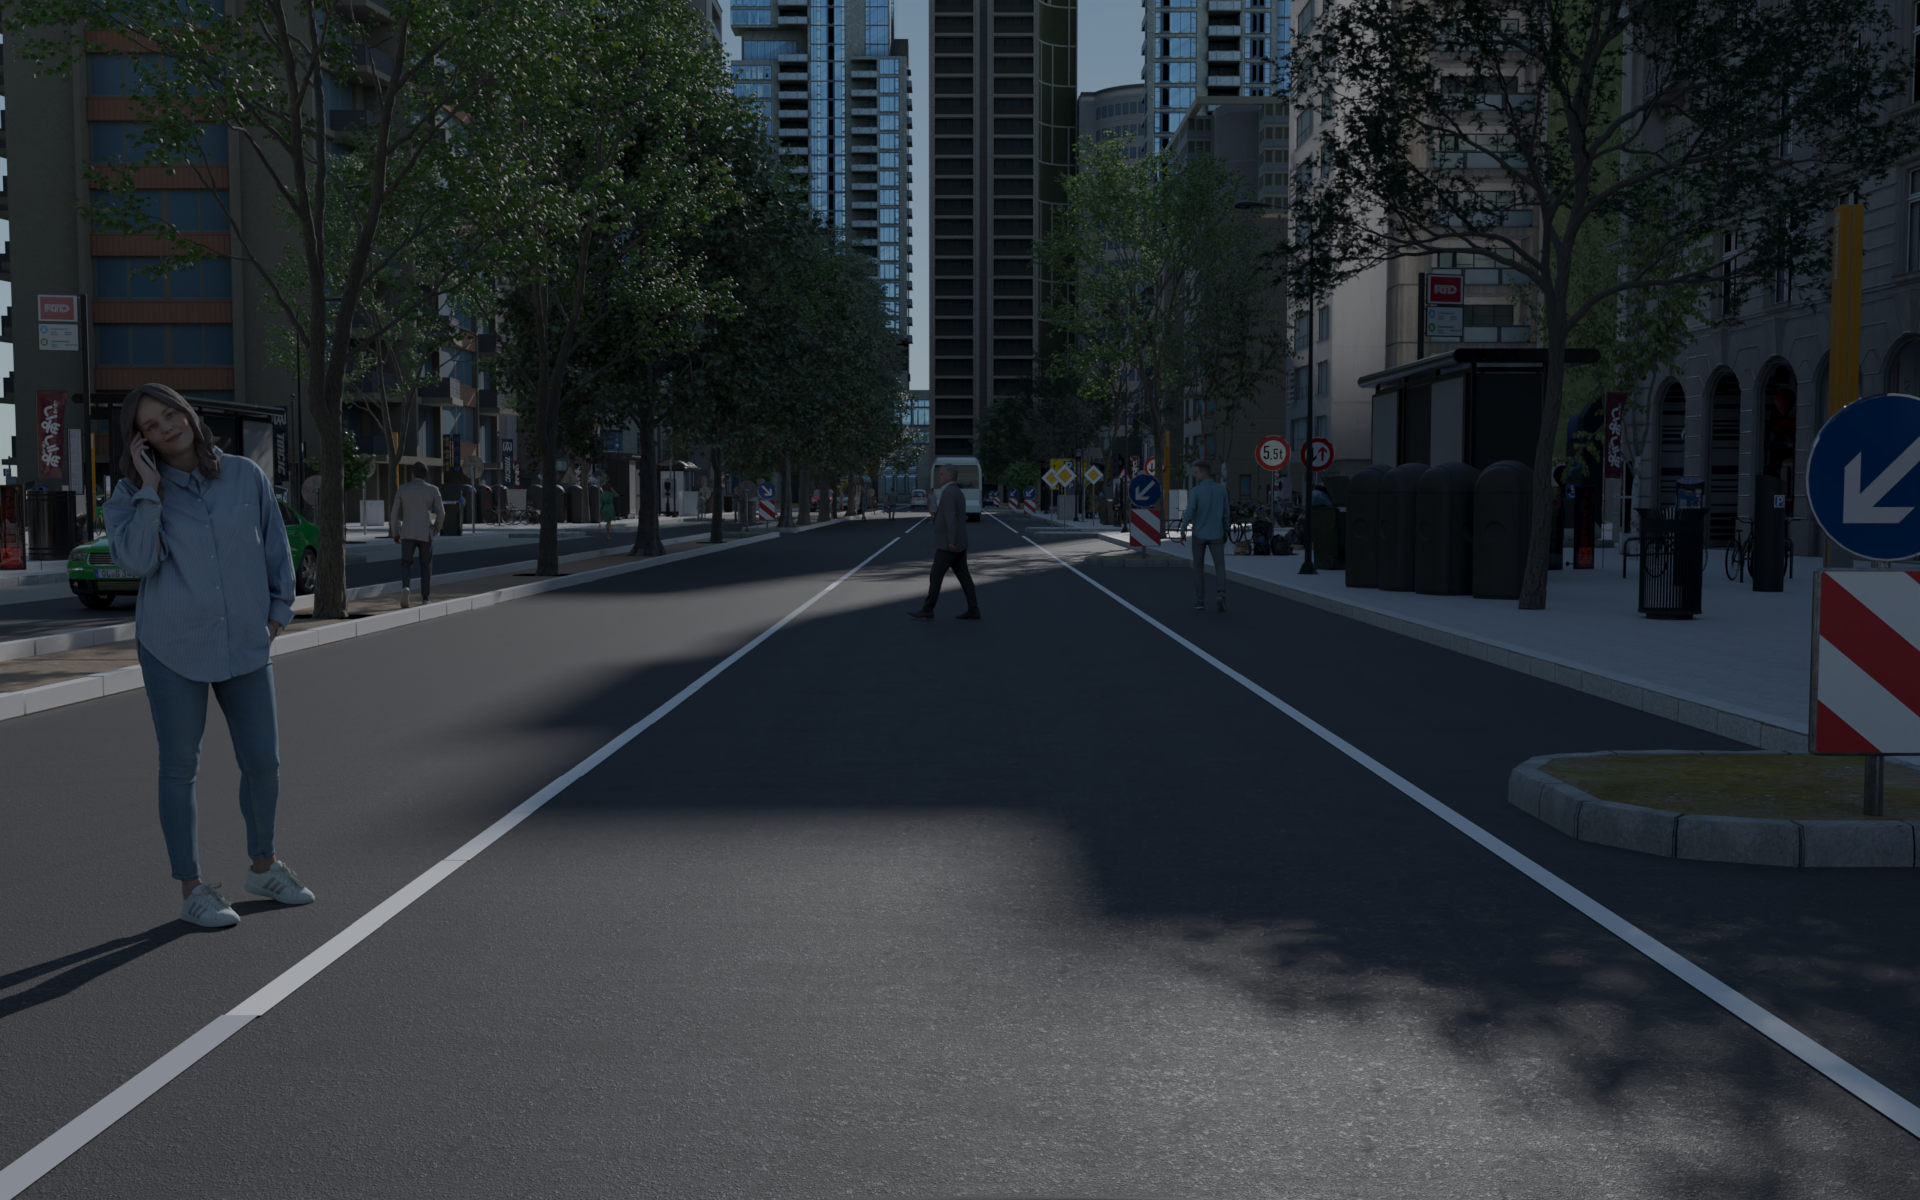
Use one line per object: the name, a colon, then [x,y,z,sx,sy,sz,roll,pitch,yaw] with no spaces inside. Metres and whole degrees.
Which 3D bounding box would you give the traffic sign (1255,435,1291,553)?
traffic sign: [6.787,-2.294,37.611,0.768,2.556,0.104,1,4,9]

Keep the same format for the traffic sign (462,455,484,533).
traffic sign: [-16.022,-3.479,56.982,0.768,2.556,0.104,0,4,6]

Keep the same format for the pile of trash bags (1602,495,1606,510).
pile of trash bags: [16.305,-2.341,48.031,3.447,1.369,1.912,-1,4,-15]

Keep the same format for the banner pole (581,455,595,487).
banner pole: [-17.964,-5.713,83.423,0.863,3.779,0.401,-1,4,-22]

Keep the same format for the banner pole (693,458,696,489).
banner pole: [-18.303,-7.904,119.253,0.401,3.779,0.863,0,4,6]

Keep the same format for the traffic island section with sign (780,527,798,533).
traffic island section with sign: [-7.189,-3.490,65.193,2.006,1.907,1.989,0,3,0]

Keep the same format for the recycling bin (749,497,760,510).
recycling bin: [-16.110,-7.527,135.615,0.722,1.027,0.722,-2,4,-25]

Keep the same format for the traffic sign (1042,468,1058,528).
traffic sign: [3.470,-3.781,65.464,0.795,2.450,0.064,0,3,0]

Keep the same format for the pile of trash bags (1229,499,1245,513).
pile of trash bags: [12.275,-4.307,80.170,1.912,1.369,3.447,-3,4,-36]

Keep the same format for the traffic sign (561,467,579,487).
traffic sign: [-18.544,-5.037,82.356,0.884,2.594,0.081,0,4,0]

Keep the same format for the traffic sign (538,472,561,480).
traffic sign: [-13.618,-3.293,57.485,0.795,2.450,0.064,0,3,0]

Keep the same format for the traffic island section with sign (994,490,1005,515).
traffic island section with sign: [3.457,-6.634,117.095,1.989,1.847,2.006,0,3,0]

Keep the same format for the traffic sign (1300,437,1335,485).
traffic sign: [8.007,-2.372,38.881,0.768,2.556,0.104,0,4,6]

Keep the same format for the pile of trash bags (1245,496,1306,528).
pile of trash bags: [12.988,-3.466,66.415,3.447,1.369,1.912,0,4,-7]

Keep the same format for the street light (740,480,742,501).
street light: [-15.080,-9.230,123.449,1.470,5.913,1.316,0,3,0]

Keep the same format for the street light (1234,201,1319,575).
street light: [5.036,-3.366,27.580,1.470,5.913,1.316,0,3,0]

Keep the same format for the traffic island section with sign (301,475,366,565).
traffic island section with sign: [-13.294,-1.636,35.382,1.989,1.847,2.006,0,3,0]

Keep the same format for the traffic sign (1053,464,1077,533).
traffic sign: [3.476,-3.293,57.479,0.795,2.450,0.064,0,3,0]

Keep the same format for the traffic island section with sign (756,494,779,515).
traffic island section with sign: [-13.360,-6.665,117.595,1.989,1.847,2.006,0,3,0]

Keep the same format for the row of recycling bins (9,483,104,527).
row of recycling bins: [-35.441,-3.709,67.758,3.534,1.692,1.069,-1,4,-22]

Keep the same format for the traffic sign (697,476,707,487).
traffic sign: [-17.822,-7.326,119.887,0.768,2.556,0.104,1,4,8]

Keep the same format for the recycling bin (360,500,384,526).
recycling bin: [-23.656,-3.494,69.687,0.722,1.027,0.722,-3,5,-42]

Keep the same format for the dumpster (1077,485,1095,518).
dumpster: [6.727,-5.371,93.577,1.264,1.857,1.865,0,3,0]

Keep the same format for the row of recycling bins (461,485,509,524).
row of recycling bins: [-21.106,-4.170,75.288,1.069,1.692,3.534,2,4,31]

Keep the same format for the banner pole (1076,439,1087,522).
banner pole: [5.533,-5.477,79.564,0.401,3.779,0.863,-2,4,-28]

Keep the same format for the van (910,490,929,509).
van: [-3.847,-9.689,165.423,2.013,2.044,4.112,0,4,1]

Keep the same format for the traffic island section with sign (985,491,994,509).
traffic island section with sign: [3.421,-9.742,167.915,1.989,1.847,2.006,0,3,0]

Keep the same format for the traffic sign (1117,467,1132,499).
traffic sign: [7.751,-5.012,81.947,0.884,2.594,0.081,0,4,1]

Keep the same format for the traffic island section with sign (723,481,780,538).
traffic island section with sign: [-7.193,-3.037,57.786,2.006,1.907,1.989,0,3,0]

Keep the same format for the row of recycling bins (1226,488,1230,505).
row of recycling bins: [15.480,-5.894,103.482,1.069,1.692,3.534,1,4,19]

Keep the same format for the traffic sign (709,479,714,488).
traffic sign: [-16.720,-7.058,117.524,0.606,2.300,0.079,0,4,3]

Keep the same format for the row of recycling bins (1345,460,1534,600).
row of recycling bins: [6.212,-0.946,22.573,1.069,1.692,3.534,-1,4,-21]

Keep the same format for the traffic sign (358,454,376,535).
traffic sign: [-18.750,-3.327,54.502,0.768,2.556,0.104,0,4,8]

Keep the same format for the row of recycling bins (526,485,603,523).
row of recycling bins: [-17.646,-4.306,77.516,3.534,1.692,1.069,-3,4,-36]

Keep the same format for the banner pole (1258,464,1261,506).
banner pole: [16.904,-6.592,97.802,0.401,3.779,0.863,0,4,-3]

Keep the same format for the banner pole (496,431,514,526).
banner pole: [-18.125,-4.823,68.871,0.863,3.779,0.401,-3,4,-37]

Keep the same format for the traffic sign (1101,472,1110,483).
traffic sign: [8.222,-6.057,99.135,0.768,2.556,0.104,0,4,0]

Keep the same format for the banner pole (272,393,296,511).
banner pole: [-16.787,-3.251,43.167,0.863,3.779,0.401,1,4,21]

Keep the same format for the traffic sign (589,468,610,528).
traffic sign: [-13.625,-3.782,65.470,0.795,2.450,0.064,0,3,0]

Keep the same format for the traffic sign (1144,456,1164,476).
traffic sign: [6.572,-3.560,58.318,0.768,2.556,0.104,0,4,7]

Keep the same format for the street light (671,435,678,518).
street light: [-15.034,-7.451,94.368,1.470,5.913,1.316,0,3,0]

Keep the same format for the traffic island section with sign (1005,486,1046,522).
traffic island section with sign: [3.486,-4.985,90.140,1.989,1.847,2.006,0,3,0]

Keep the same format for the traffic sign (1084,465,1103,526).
traffic sign: [5.280,-4.118,68.522,0.795,2.450,0.064,0,4,4]

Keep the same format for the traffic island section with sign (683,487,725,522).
traffic island section with sign: [-13.353,-5.016,90.639,1.989,1.847,2.006,0,3,0]

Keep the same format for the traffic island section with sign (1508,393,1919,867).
traffic island section with sign: [3.548,0.063,7.594,1.989,1.847,2.006,0,3,0]

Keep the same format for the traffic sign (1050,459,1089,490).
traffic sign: [6.278,-6.452,99.361,2.265,3.308,0.079,0,4,5]

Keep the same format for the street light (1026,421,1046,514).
street light: [4.954,-8.424,110.273,1.470,5.913,1.316,0,3,0]

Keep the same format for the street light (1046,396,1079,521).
street light: [4.920,-6.645,81.192,1.470,5.913,1.316,0,3,0]

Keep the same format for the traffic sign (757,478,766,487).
traffic sign: [-15.921,-8.479,138.743,0.768,2.556,0.104,0,4,2]

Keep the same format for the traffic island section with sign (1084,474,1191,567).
traffic island section with sign: [3.531,-1.605,34.865,1.989,1.847,2.006,0,3,0]
